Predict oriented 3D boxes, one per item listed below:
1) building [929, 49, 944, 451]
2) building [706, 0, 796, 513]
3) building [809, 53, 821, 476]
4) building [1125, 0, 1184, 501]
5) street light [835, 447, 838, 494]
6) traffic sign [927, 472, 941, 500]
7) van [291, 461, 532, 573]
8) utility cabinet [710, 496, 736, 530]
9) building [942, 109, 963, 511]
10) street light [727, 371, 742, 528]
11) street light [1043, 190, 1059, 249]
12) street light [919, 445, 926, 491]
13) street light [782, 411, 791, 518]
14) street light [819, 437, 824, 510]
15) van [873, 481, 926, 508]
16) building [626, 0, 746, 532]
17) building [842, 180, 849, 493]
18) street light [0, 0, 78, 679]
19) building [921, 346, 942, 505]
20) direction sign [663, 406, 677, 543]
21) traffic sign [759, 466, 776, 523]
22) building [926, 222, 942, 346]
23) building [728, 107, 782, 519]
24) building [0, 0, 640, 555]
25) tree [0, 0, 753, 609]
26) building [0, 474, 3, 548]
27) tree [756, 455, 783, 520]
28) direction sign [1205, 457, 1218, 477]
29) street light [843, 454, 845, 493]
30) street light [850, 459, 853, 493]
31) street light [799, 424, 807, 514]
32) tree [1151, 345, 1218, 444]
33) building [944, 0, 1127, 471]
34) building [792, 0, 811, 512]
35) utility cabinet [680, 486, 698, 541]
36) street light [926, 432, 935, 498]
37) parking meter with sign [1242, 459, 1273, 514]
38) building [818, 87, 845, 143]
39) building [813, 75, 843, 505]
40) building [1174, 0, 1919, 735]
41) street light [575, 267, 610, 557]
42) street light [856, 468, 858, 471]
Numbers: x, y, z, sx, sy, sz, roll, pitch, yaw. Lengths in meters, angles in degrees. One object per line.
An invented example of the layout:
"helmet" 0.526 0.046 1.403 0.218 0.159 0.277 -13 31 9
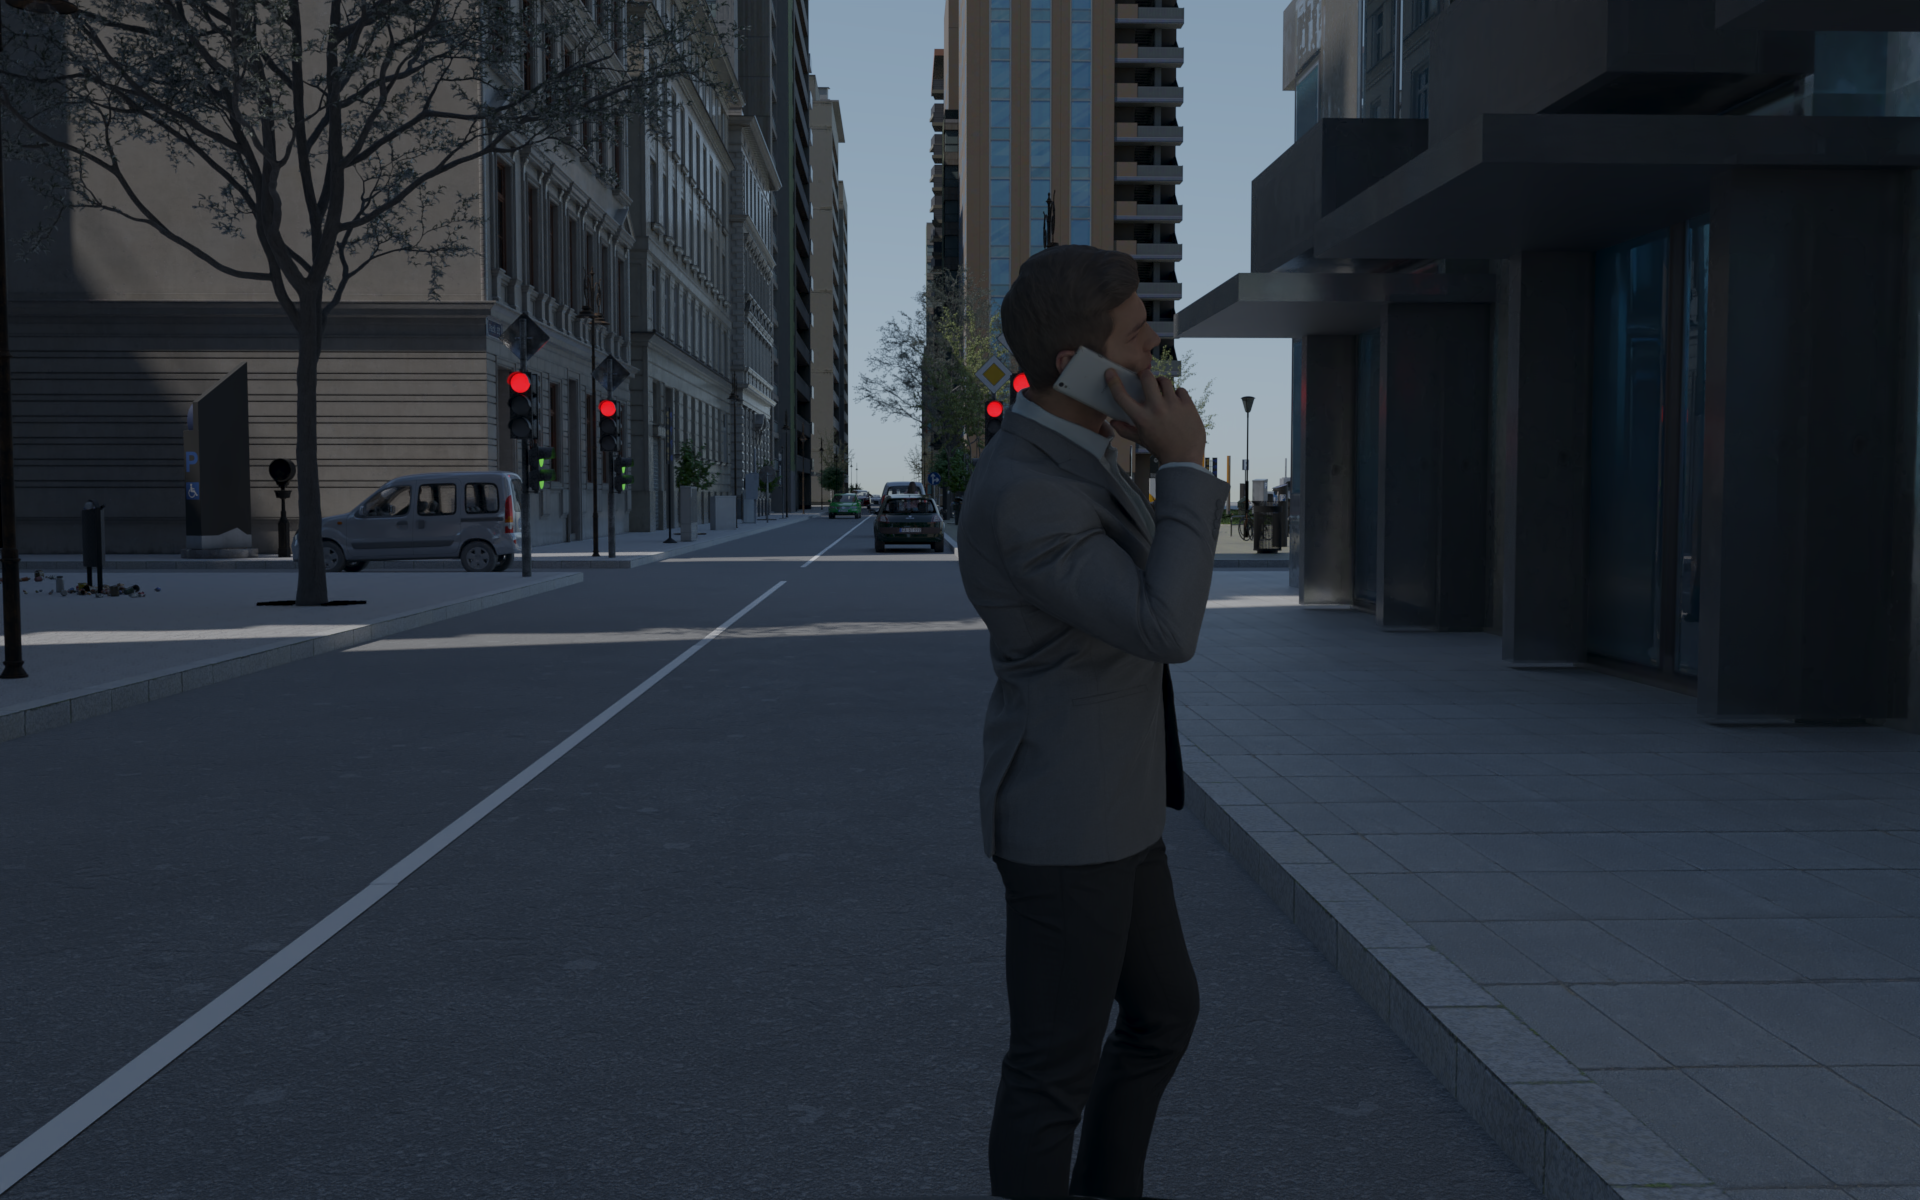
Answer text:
"building" 8.171 -31.552 170.502 22.147 44.769 28.867 0 4 -2
"building" -18.591 -26.457 116.167 14.154 41.232 14.086 0 4 -2
"building" -25.091 -33.038 159.774 23.786 49.044 30.456 0 4 -2
"building" 7.063 -28.649 118.523 14.600 45.320 14.200 0 4 -2
"street light" -12.175 -12.102 170.649 0.468 5.910 1.993 0 4 -2
"traffic sign" -1.503 -6.135 100.412 0.768 2.556 0.104 0 3 0
"van" -9.895 -1.484 31.280 4.112 2.044 2.013 0 4 -2
"utility cabinet" -8.465 -3.100 61.850 0.306 1.237 1.020 3 5 40
"building" 5.586 -22.135 133.610 14.160 30.474 14.107 0 4 -2
"street light" -8.464 -5.652 65.200 0.468 5.910 1.993 0 4 -2
"street light" 1.364 -3.298 26.717 0.468 5.910 1.993 0 4 -2
"street light" -3.201 -11.236 156.499 0.468 5.910 1.993 0 4 -2
"street light" -9.481 -7.454 94.667 0.468 5.910 1.993 0 4 -2
"street light" -11.247 -10.283 140.906 0.468 5.910 1.993 0 4 -2
"van" -1.916 -3.142 58.380 2.013 2.044 4.112 0 4 -3
"building" -18.148 -14.561 71.355 16.112 22.955 30.059 0 4 -2
"building" -27.333 -38.499 253.155 21.300 48.544 21.600 0 4 -2
"street light" -6.610 -2.394 11.923 0.468 5.910 1.993 0 4 -2
"building" 9.135 -22.788 217.630 27.650 21.520 28.899 0 4 -2
"direction sign" -7.585 -3.255 45.210 0.379 3.537 0.876 0 4 0
"traffic sign" -8.618 -4.731 77.451 0.768 2.556 0.104 0 4 -1
"building" 1.845 -35.389 262.201 14.154 41.232 14.086 0 4 -2
"building" -16.072 -16.361 96.380 11.050 23.489 19.941 0 4 -2
"building" -15.397 -12.828 45.889 11.583 22.565 21.152 0 4 -2
"tree" -7.555 -6.690 19.748 12.009 13.543 11.850 0 3 0
"building" -30.632 -12.870 40.098 15.834 23.373 12.332 0 4 -2
"tree" -9.555 -5.535 85.104 1.663 3.219 1.824 0 3 0
"direction sign" 15.492 -7.035 107.016 0.876 3.537 0.379 -1 4 -18
"street light" -13.072 -13.578 194.788 0.468 5.910 1.993 0 4 -2
"street light" -14.057 -15.377 224.196 0.468 5.910 1.993 0 4 -2
"street light" -10.083 -8.484 111.504 0.468 5.910 1.993 0 4 -2
"tree" 10.637 -8.342 86.757 4.737 8.622 4.395 0 3 0
"building" 5.719 -30.436 147.746 14.600 45.320 14.200 0 4 -2
"building" -22.818 -31.203 133.873 21.300 48.544 21.600 0 4 -2
"utility cabinet" -7.376 -2.356 47.200 0.318 1.500 1.173 0 4 -1
"street light" -2.045 -9.402 126.505 0.468 5.910 1.993 0 4 -2
"parking meter with sign" 14.971 -5.516 86.448 1.738 3.016 0.543 3 4 39
"building" -29.780 -39.094 228.424 28.713 52.752 27.495 0 4 -2
"building" -25.284 -35.504 204.193 21.300 48.544 21.600 0 4 -2
"building" 14.562 -23.892 10.251 23.786 49.044 30.456 0 4 -2
"street light" -7.474 -3.828 35.377 0.468 5.910 1.993 0 4 -2
"street light" -15.098 -17.175 253.603 0.468 5.910 1.993 0 4 -2
